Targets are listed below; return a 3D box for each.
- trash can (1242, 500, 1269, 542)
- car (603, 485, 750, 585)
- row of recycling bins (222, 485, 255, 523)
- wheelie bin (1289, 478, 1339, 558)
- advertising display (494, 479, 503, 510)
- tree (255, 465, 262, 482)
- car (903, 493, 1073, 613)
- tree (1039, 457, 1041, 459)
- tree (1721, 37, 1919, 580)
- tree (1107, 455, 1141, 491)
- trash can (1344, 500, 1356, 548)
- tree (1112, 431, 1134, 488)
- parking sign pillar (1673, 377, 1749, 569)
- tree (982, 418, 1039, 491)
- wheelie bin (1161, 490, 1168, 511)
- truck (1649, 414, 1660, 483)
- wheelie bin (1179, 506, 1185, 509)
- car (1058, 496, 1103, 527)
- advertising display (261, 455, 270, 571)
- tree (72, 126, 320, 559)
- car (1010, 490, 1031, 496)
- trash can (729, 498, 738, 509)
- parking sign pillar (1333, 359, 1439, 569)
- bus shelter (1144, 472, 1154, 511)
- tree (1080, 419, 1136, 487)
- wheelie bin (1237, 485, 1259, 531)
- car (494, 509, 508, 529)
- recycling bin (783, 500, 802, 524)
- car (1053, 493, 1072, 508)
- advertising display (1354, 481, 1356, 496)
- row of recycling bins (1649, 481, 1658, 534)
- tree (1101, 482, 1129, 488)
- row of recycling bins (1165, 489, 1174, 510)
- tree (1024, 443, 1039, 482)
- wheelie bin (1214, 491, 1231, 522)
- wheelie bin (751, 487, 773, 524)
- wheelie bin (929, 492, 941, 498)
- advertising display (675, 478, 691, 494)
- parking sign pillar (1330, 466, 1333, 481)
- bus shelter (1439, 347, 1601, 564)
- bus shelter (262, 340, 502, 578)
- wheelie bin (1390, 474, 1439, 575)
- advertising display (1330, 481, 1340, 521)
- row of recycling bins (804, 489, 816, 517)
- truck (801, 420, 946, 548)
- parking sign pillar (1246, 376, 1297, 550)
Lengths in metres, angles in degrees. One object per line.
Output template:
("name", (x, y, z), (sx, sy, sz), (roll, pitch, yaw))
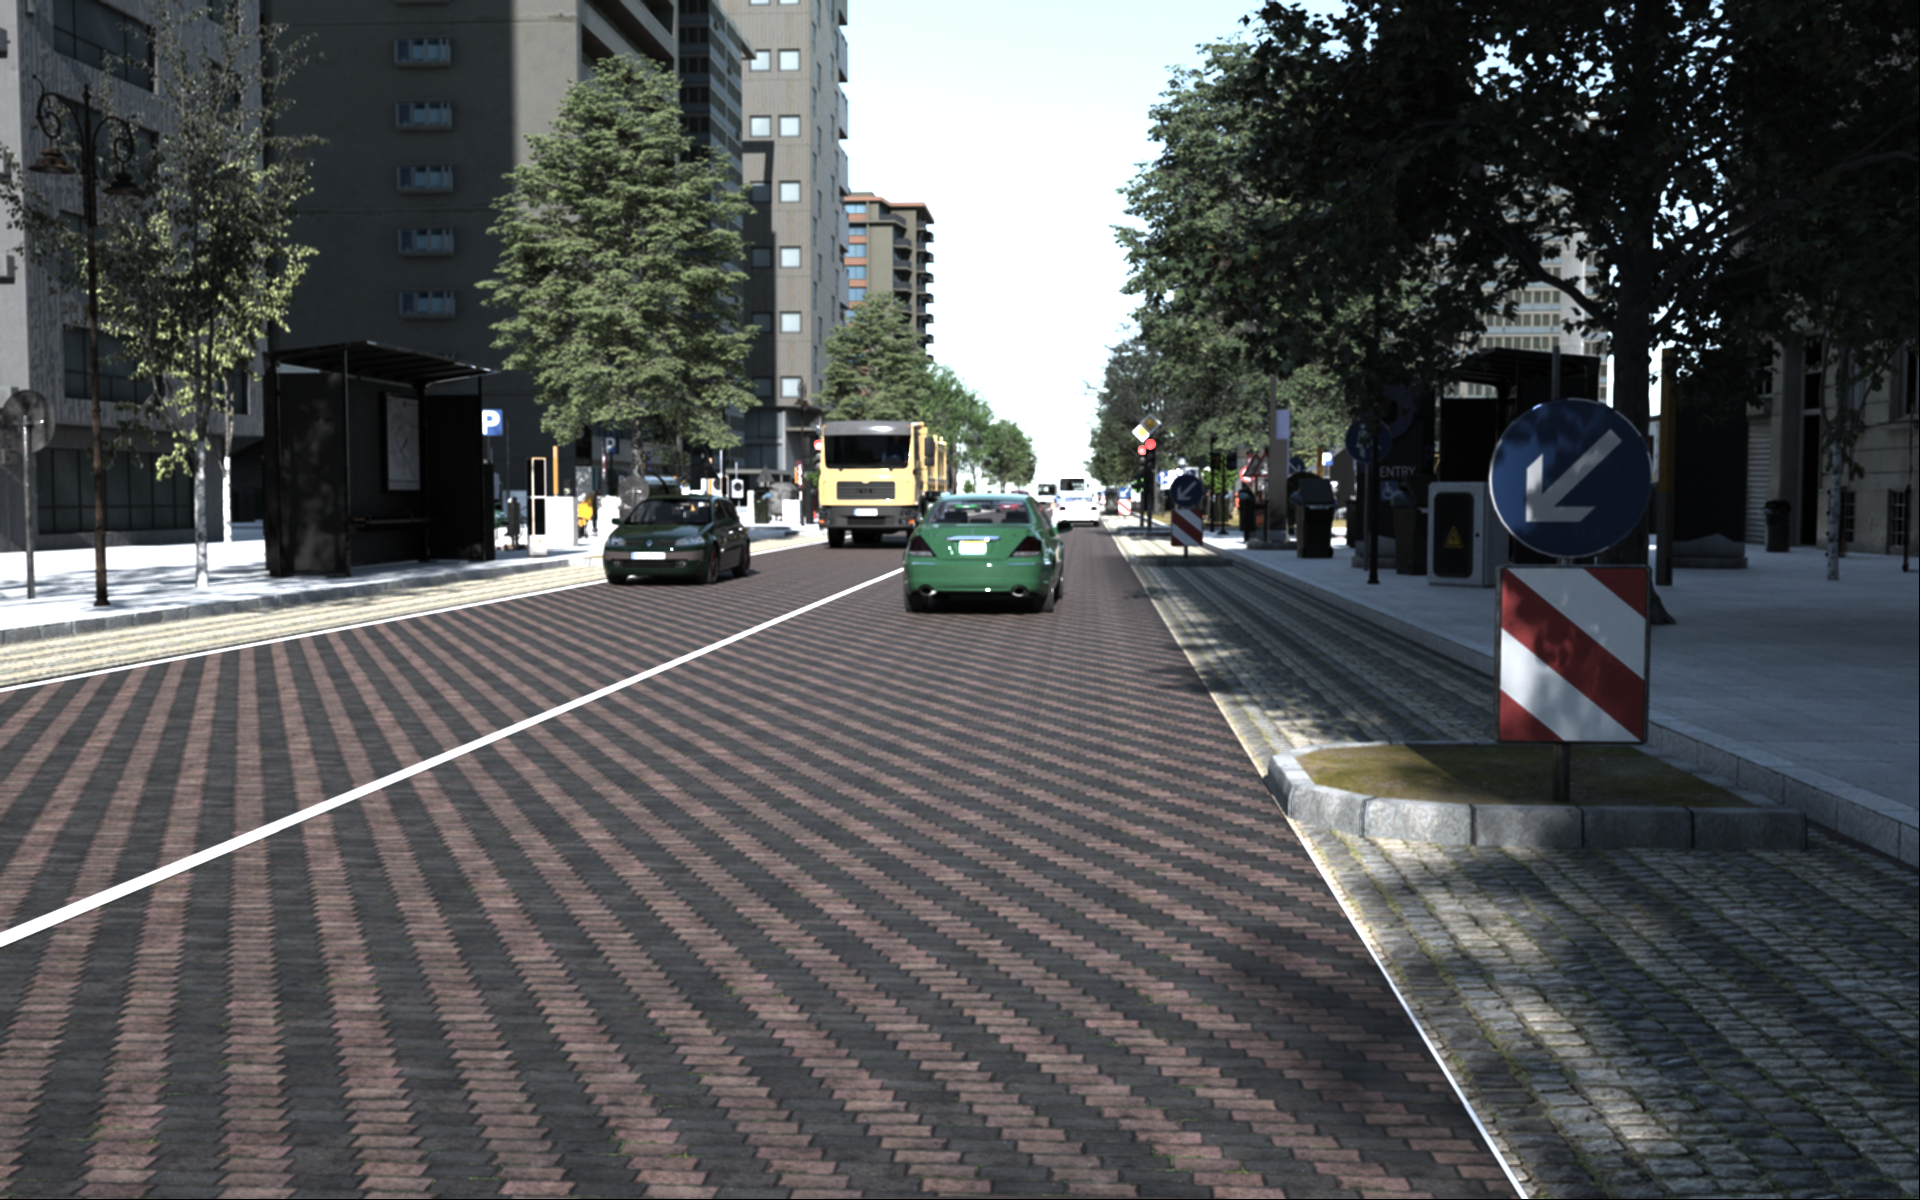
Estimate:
("trash can", (7.561, -1.993, 44.235), (0.748, 1.137, 0.748), (0, 3, 0))
("car", (-4.644, -1.158, 28.726), (2.009, 1.686, 4.222), (0, 4, 5))
("row of recycling bins", (-33.244, -4.383, 78.768), (1.069, 1.692, 3.534), (1, 4, 10))
("wheelie bin", (7.078, -1.644, 34.790), (0.980, 1.594, 0.693), (0, 4, -7))
("advertising display", (-20.710, -4.371, 76.675), (0.974, 1.923, 0.123), (1, 4, 16))
("tree", (-21.129, -3.648, 54.245), (1.663, 3.219, 1.824), (0, 3, 0))
("car", (0.374, -0.650, 22.423), (2.131, 1.459, 4.920), (0, 4, 6))
("tree", (10.294, -23.512, 302.543), (7.486, 12.596, 7.792), (0, 3, 0))
("tree", (13.255, -4.598, 25.542), (4.737, 8.622, 4.395), (0, 3, 0))
("tree", (21.357, -16.896, 226.616), (4.360, 8.622, 3.978), (0, 3, 0))
("trash can", (9.488, -1.804, 41.142), (0.748, 1.137, 0.748), (0, 3, 0))
("tree", (17.405, -13.949, 178.432), (4.737, 8.622, 4.395), (0, 3, 0))
("parking sign pillar", (13.033, -2.556, 30.267), (1.447, 3.967, 1.447), (2, 4, 32))
("tree", (7.015, -20.691, 256.431), (7.486, 12.596, 7.792), (0, 3, 0))
("wheelie bin", (15.078, -7.473, 130.091), (0.980, 1.594, 0.693), (-1, 4, -17))
("truck", (30.160, -4.459, 61.824), (11.283, 4.237, 2.839), (0, 4, 3))
("wheelie bin", (14.968, -6.596, 115.759), (0.980, 1.594, 0.693), (3, 4, 36))
("car", (5.351, -3.990, 77.602), (2.083, 1.381, 4.827), (0, 4, 5))
("advertising display", (-11.723, -1.476, 29.351), (0.123, 1.923, 0.974), (-1, 4, -19))
("tree", (-14.761, -5.125, 34.153), (4.737, 8.622, 4.395), (0, 3, 0))
("car", (5.455, -9.309, 160.872), (2.281, 1.827, 5.304), (0, 4, 5))
("trash can", (-7.702, -2.781, 57.117), (0.748, 1.137, 0.748), (0, 3, 0))
("parking sign pillar", (7.591, -2.553, 30.217), (1.447, 3.967, 1.447), (3, 5, 44))
("bus shelter", (14.752, -8.833, 135.709), (1.731, 3.624, 6.357), (0, 4, 4))
("tree", (19.741, -17.922, 210.031), (9.611, 12.733, 9.660), (0, 3, 0))
("wheelie bin", (9.931, -3.174, 59.796), (0.693, 1.594, 0.980), (1, 4, 15))
("car", (-19.484, -3.273, 65.315), (4.920, 1.459, 2.131), (0, 4, 3))
("recycling bin", (-7.156, -3.755, 73.954), (0.722, 1.027, 0.722), (0, 4, 5))
("car", (8.366, -7.889, 138.571), (1.945, 1.707, 3.694), (0, 4, 4))
("advertising display", (20.391, -5.038, 87.588), (0.974, 1.923, 0.123), (-1, 4, -11))
("row of recycling bins", (21.252, -3.000, 56.166), (3.534, 1.692, 1.069), (1, 4, 22))
("tree", (26.453, -22.739, 289.905), (7.486, 12.596, 7.792), (0, 3, 0))
("row of recycling bins", (16.618, -8.005, 138.002), (1.069, 1.692, 3.534), (1, 4, 9))
("tree", (9.408, -21.467, 285.402), (7.601, 10.594, 8.767), (1, 4, 17))
("wheelie bin", (11.930, -4.344, 78.939), (0.980, 1.594, 0.693), (-2, 4, -25))
("wheelie bin", (-8.516, -4.074, 74.523), (0.980, 1.594, 0.693), (0, 4, -1))
("wheelie bin", (-1.881, -7.507, 130.643), (0.980, 1.594, 0.693), (-2, 4, -29))
("advertising display", (-11.551, -4.042, 71.303), (0.974, 1.923, 0.123), (0, 4, 7))
("parking sign pillar", (20.062, -6.260, 90.823), (1.447, 3.967, 1.447), (3, 5, 43))
("bus shelter", (9.620, -2.412, 30.719), (1.731, 3.624, 6.357), (0, 4, 4))
("bus shelter", (-9.694, -2.347, 29.659), (1.731, 3.624, 6.357), (0, 4, 4))
("wheelie bin", (7.296, -1.206, 27.634), (0.980, 1.594, 0.693), (-2, 4, -24))
("advertising display", (18.014, -4.832, 84.214), (0.123, 1.923, 0.974), (-3, 5, -41))
("row of recycling bins", (-7.189, -5.557, 97.975), (3.534, 1.692, 1.069), (1, 4, 11))
("truck", (-2.083, -3.204, 48.307), (3.469, 3.379, 9.791), (0, 4, 5))
("parking sign pillar", (7.405, -3.169, 40.290), (1.447, 3.967, 1.447), (1, 4, 11))
